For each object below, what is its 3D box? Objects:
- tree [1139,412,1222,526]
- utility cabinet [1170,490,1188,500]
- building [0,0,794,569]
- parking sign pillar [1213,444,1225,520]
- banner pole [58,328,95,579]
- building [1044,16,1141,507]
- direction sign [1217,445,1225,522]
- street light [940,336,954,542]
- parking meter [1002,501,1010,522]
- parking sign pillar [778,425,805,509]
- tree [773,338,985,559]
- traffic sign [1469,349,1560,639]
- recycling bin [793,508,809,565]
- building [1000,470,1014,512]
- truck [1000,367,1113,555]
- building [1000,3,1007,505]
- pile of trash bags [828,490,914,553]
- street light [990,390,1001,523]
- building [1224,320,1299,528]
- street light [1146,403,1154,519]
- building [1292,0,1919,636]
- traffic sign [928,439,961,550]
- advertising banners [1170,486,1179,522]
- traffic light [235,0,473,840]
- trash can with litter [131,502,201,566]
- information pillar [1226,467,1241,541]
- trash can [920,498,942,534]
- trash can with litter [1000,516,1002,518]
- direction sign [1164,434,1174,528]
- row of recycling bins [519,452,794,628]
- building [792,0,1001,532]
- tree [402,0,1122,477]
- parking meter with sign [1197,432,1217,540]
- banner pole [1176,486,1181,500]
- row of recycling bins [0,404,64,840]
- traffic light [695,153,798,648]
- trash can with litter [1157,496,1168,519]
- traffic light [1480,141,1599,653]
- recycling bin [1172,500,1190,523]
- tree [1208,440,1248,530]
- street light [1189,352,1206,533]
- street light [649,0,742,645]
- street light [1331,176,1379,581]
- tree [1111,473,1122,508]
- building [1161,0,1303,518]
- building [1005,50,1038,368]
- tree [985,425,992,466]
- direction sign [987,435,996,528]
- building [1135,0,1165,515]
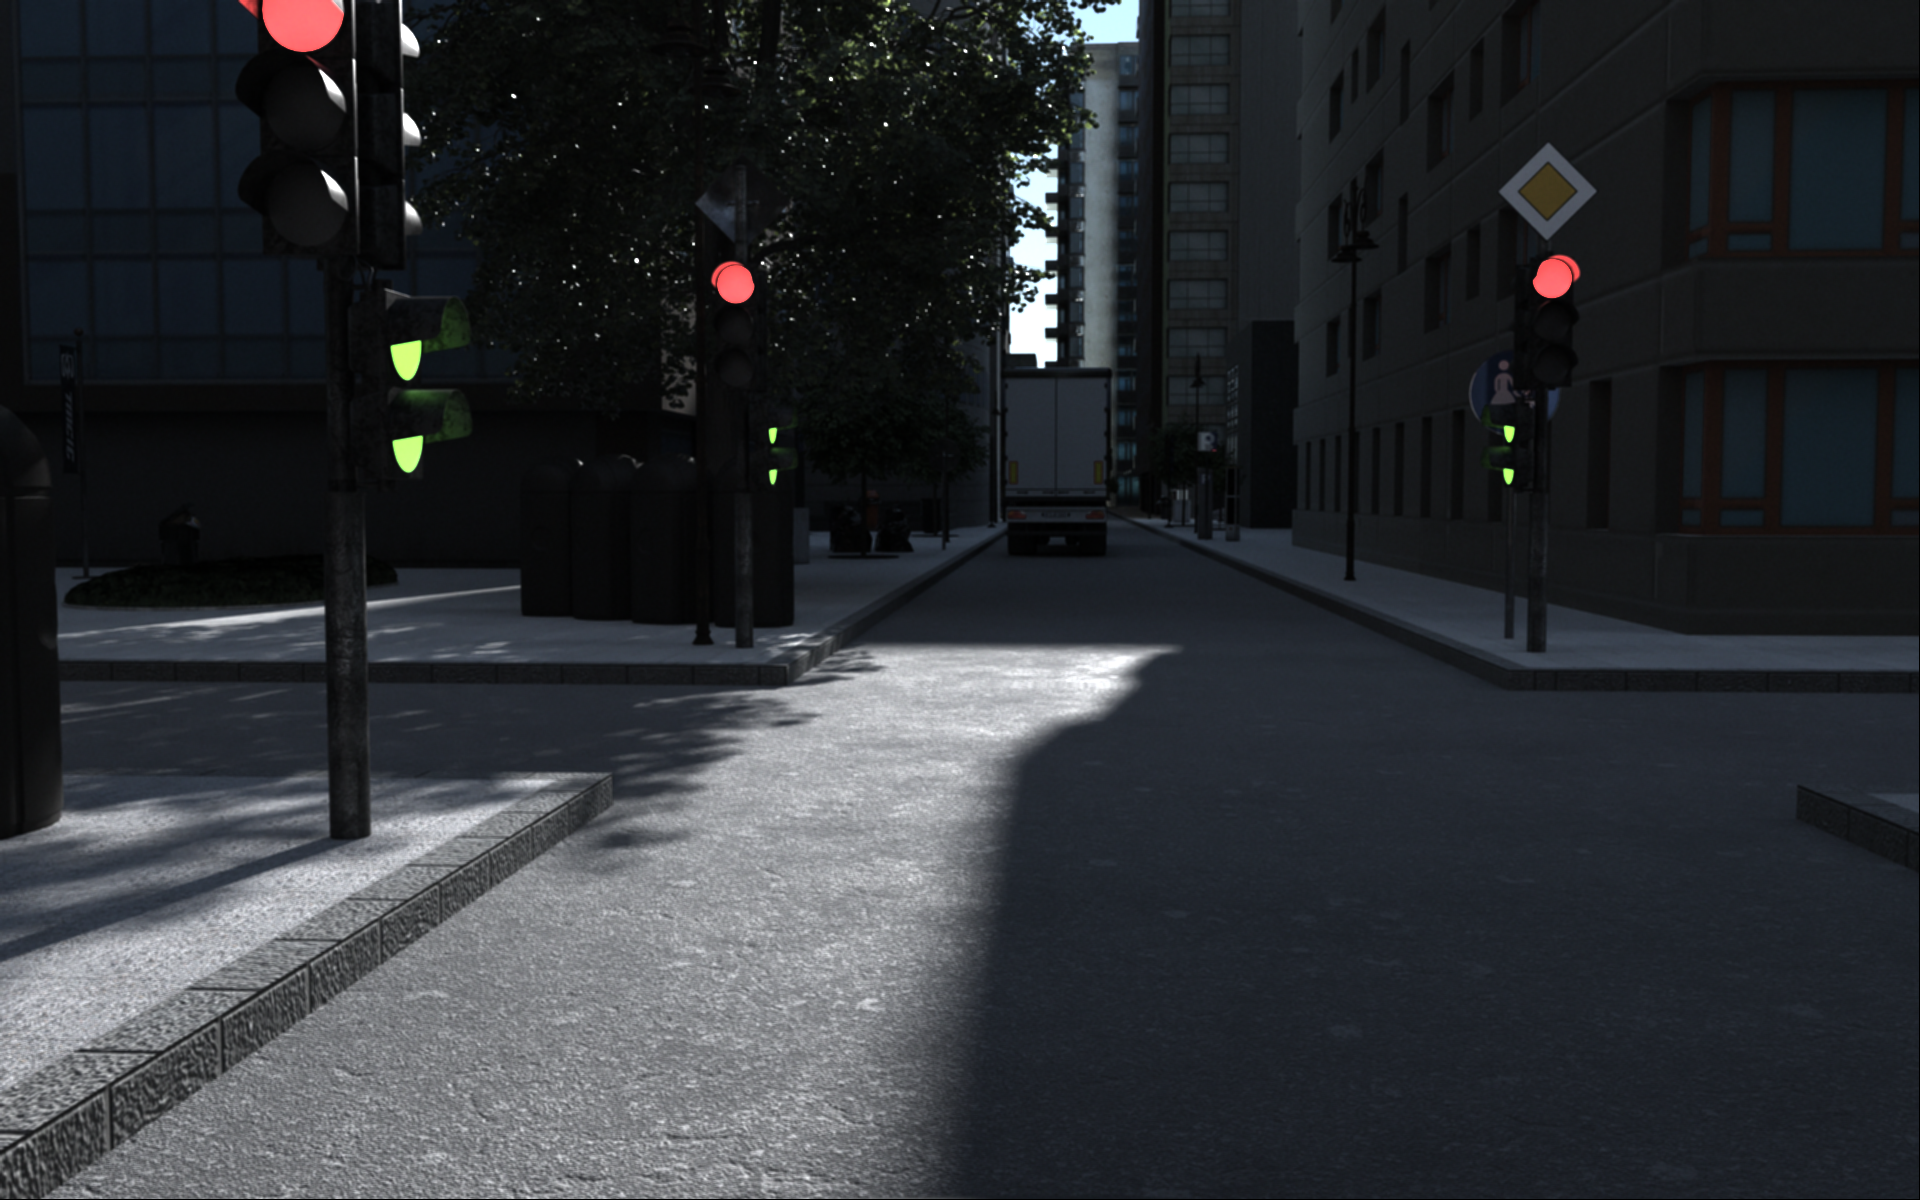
[{"bbox_3d":[8.854,-5.226,69.154,4.285,4.588,4.351,0,3,0],"label":"tree"},{"bbox_3d":[11.175,-4.894,88.700,1.173,1.500,0.318,-3,5,-43],"label":"utility cabinet"},{"bbox_3d":[-11.451,-23.559,35.304,14.600,45.320,14.200,0,4,3],"label":"building"},{"bbox_3d":[12.936,-5.971,86.103,1.447,3.967,1.447,2,4,33],"label":"parking sign pillar"},{"bbox_3d":[-13.248,-2.197,25.935,0.401,3.779,0.863,0,4,-2],"label":"banner pole"},{"bbox_3d":[24.305,-34.515,183.936,30.456,49.044,23.786,0,4,3],"label":"building"},{"bbox_3d":[12.075,-5.383,80.013,0.876,3.537,0.379,1,4,8],"label":"direction sign"},{"bbox_3d":[-0.345,-4.468,45.846,0.468,5.910,1.993,0,4,3],"label":"street light"},{"bbox_3d":[2.117,-4.503,79.333,0.255,1.863,0.399,1,4,21],"label":"parking meter"},{"bbox_3d":[-5.359,-3.941,52.912,1.447,3.967,1.447,3,4,39],"label":"parking sign pillar"},{"bbox_3d":[-2.028,-3.124,34.789,4.285,4.588,4.351,0,3,0],"label":"tree"},{"bbox_3d":[4.877,-0.929,15.302,0.768,2.556,0.104,1,4,11],"label":"traffic sign"},{"bbox_3d":[-3.250,-1.175,31.761,0.722,1.027,0.722,3,4,39],"label":"recycling bin"},{"bbox_3d":[-11.850,-26.852,130.903,32.217,40.220,23.993,0,4,3],"label":"building"},{"bbox_3d":[2.526,-3.371,44.036,2.839,4.237,11.283,0,4,4],"label":"truck"},{"bbox_3d":[-6.810,-32.421,153.782,21.600,48.544,21.300,0,4,3],"label":"building"},{"bbox_3d":[-2.049,-1.821,39.528,1.912,1.369,3.447,0,4,-3],"label":"pile of trash bags"},{"bbox_3d":[1.599,-6.362,76.811,0.468,5.910,1.993,0,4,3],"label":"street light"},{"bbox_3d":[21.677,-45.489,56.421,22.319,86.520,31.000,0,4,3],"label":"building"},{"bbox_3d":[9.692,-7.071,88.404,0.468,5.910,1.993,0,4,3],"label":"street light"},{"bbox_3d":[21.880,-11.190,27.995,28.899,21.520,27.650,0,4,3],"label":"building"},{"bbox_3d":[-0.370,-2.425,39.754,0.768,2.556,0.104,1,4,11],"label":"traffic sign"},{"bbox_3d":[9.951,-5.138,80.198,0.090,3.025,2.074,1,4,19],"label":"advertising banners"},{"bbox_3d":[-2.268,-1.067,6.373,0.839,4.253,0.868,0,4,3],"label":"traffic light"},{"bbox_3d":[-11.439,-0.820,24.801,1.055,1.170,0.624,-2,4,-25],"label":"trash can with litter"},{"bbox_3d":[7.449,-2.615,47.249,0.304,2.012,0.304,2,4,32],"label":"information pillar"},{"bbox_3d":[-0.935,-2.735,56.364,0.748,1.137,0.748,0,3,0],"label":"trash can"},{"bbox_3d":[2.008,-4.750,89.053,1.055,1.170,0.624,-1,4,-9],"label":"trash can with litter"},{"bbox_3d":[7.987,-4.534,66.133,0.379,3.537,0.876,2,4,27],"label":"direction sign"},{"bbox_3d":[-3.152,-0.644,17.639,3.534,1.692,1.069,2,4,34],"label":"row of recycling bins"},{"bbox_3d":[-9.357,-32.293,69.992,21.231,58.520,28.212,0,4,3],"label":"building"},{"bbox_3d":[-2.807,-7.006,21.212,9.857,13.997,8.962,0,3,0],"label":"tree"},{"bbox_3d":[7.006,-3.244,49.302,0.543,3.016,1.738,0,4,6],"label":"parking meter with sign"},{"bbox_3d":[10.525,-5.761,84.210,0.863,3.779,0.401,2,4,34],"label":"banner pole"},{"bbox_3d":[-5.231,0.013,6.901,3.534,1.692,1.069,1,4,10],"label":"row of recycling bins"},{"bbox_3d":[-1.783,-1.555,14.343,0.839,4.253,0.868,0,4,3],"label":"traffic light"},{"bbox_3d":[10.435,-4.637,87.206,0.624,1.170,1.055,3,5,44],"label":"trash can with litter"},{"bbox_3d":[4.667,-1.532,13.968,0.839,4.253,0.868,0,4,3],"label":"traffic light"},{"bbox_3d":[9.977,-4.011,78.137,0.722,1.027,0.722,0,4,-2],"label":"recycling bin"},{"bbox_3d":[9.225,-4.088,61.448,1.663,3.219,1.824,0,3,0],"label":"tree"},{"bbox_3d":[7.742,-5.124,56.558,0.468,5.910,1.993,0,4,3],"label":"street light"},{"bbox_3d":[-2.194,-2.558,14.613,0.468,5.910,1.993,0,4,3],"label":"street light"},{"bbox_3d":[5.802,-3.230,25.593,0.468,5.910,1.993,0,4,3],"label":"street light"},{"bbox_3d":[13.748,-9.890,156.302,1.663,3.219,1.824,0,3,0],"label":"tree"},{"bbox_3d":[18.371,-25.285,96.997,14.154,41.232,14.086,0,4,3],"label":"building"},{"bbox_3d":[-7.250,-53.267,183.585,31.000,86.520,22.319,0,4,3],"label":"building"},{"bbox_3d":[-0.801,-4.203,52.434,4.285,4.588,4.351,0,3,0],"label":"tree"},{"bbox_3d":[1.221,-4.556,66.480,0.379,3.537,0.876,0,4,1],"label":"direction sign"},{"bbox_3d":[20.053,-29.055,125.156,14.600,45.320,14.200,0,4,3],"label":"building"}]
